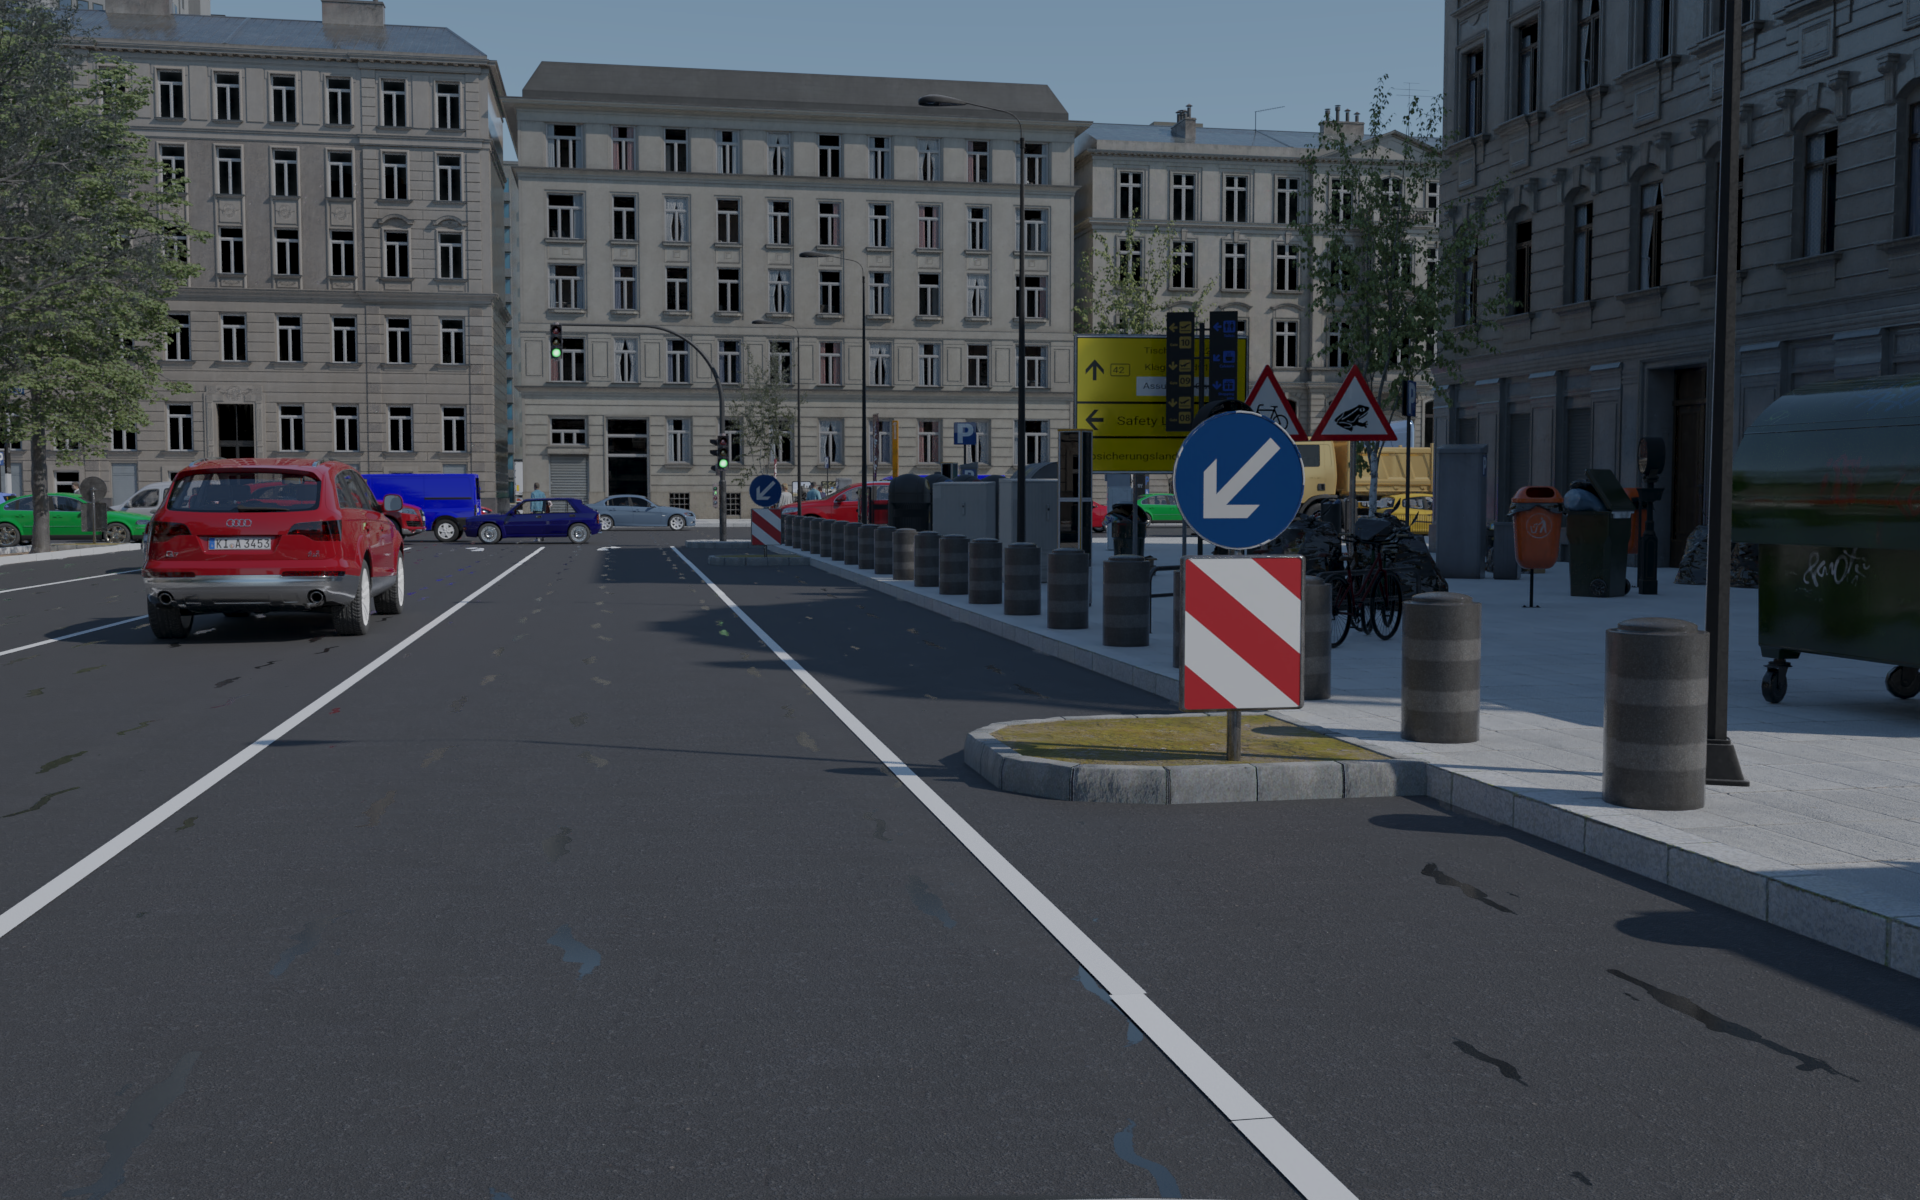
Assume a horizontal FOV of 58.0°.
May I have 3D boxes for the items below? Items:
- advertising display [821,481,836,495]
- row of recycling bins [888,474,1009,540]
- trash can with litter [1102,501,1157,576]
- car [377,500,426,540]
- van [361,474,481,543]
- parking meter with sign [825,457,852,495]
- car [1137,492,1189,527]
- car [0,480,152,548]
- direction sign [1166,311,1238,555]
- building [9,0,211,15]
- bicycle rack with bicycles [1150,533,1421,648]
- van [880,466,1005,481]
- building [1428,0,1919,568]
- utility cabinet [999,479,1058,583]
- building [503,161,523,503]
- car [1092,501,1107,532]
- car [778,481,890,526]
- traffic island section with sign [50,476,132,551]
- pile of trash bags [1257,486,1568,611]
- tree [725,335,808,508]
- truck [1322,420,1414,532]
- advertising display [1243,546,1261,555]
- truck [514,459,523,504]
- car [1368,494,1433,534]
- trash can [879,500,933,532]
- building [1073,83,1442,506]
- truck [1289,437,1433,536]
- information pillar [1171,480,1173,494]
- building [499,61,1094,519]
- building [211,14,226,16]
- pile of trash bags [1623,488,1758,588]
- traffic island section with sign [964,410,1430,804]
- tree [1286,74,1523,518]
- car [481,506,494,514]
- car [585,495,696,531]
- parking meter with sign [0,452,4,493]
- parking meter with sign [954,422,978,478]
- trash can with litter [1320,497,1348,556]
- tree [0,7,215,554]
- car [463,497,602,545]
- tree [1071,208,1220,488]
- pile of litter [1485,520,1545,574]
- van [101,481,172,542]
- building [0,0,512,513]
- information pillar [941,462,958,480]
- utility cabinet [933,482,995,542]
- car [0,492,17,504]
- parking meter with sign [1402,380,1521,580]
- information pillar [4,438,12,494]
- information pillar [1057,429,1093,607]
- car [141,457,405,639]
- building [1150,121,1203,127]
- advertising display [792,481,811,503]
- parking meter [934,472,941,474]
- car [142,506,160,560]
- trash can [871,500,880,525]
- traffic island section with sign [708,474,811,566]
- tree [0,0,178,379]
[{"bbox_3d":[-6.397,-4.901,85.350,0.974,1.923,0.123,-2,4,-33],"label":"advertising display"},{"bbox_3d":[-0.173,-1.764,35.956,1.069,1.692,3.534,3,5,41],"label":"row of recycling bins"},{"bbox_3d":[2.683,-0.956,27.024,0.624,1.170,1.055,2,4,27],"label":"trash can with litter"},{"bbox_3d":[-17.718,-2.434,48.464,5.304,1.827,2.281,-1,4,-12],"label":"car"},{"bbox_3d":[-16.975,-2.896,51.738,5.245,2.365,2.240,-1,4,-11],"label":"van"},{"bbox_3d":[-5.411,-5.183,81.006,1.738,3.016,0.543,-1,4,-23],"label":"parking meter with sign"},{"bbox_3d":[8.802,-3.958,73.509,4.718,1.807,1.959,-1,4,-13],"label":"car"},{"bbox_3d":[-24.185,-2.341,47.067,4.718,1.807,1.959,-1,4,-11],"label":"car"},{"bbox_3d":[3.001,-1.809,21.571,0.876,3.537,0.379,1,4,12],"label":"direction sign"},{"bbox_3d":[-75.924,-36.768,143.152,21.231,58.520,28.212,-1,4,-11],"label":"building"},{"bbox_3d":[3.189,-0.158,15.961,2.925,0.926,2.852,-3,5,-45],"label":"bicycle rack with bicycles"},{"bbox_3d":[-1.151,-3.088,54.873,5.245,2.365,2.240,-1,4,-12],"label":"van"},{"bbox_3d":[16.594,-11.032,29.525,9.793,20.994,18.267,-1,4,-11],"label":"building"},{"bbox_3d":[1.099,-0.993,24.910,1.173,1.500,0.318,-3,5,-40],"label":"utility cabinet"},{"bbox_3d":[-66.073,-38.634,251.280,30.456,49.044,23.786,-1,4,-11],"label":"building"},{"bbox_3d":[4.111,-3.352,63.840,4.494,1.783,2.155,-1,4,-13],"label":"car"},{"bbox_3d":[-2.925,-2.647,51.959,5.304,1.827,2.281,-1,4,-11],"label":"car"},{"bbox_3d":[-22.308,-2.208,44.238,2.006,1.907,1.989,-1,4,-11],"label":"traffic island section with sign"},{"bbox_3d":[5.043,-0.599,19.547,3.447,1.369,1.912,1,4,9],"label":"pile of trash bags"},{"bbox_3d":[-9.058,-7.942,80.217,4.360,8.622,3.978,0,3,0],"label":"tree"},{"bbox_3d":[21.783,-4.594,64.877,18.799,4.110,2.967,-1,4,-12],"label":"truck"},{"bbox_3d":[4.513,-1.300,26.463,0.123,1.923,0.974,-1,4,-16],"label":"advertising display"},{"bbox_3d":[-35.548,-9.489,144.052,2.839,4.237,11.283,-1,4,-12],"label":"truck"},{"bbox_3d":[15.149,-2.787,55.791,3.980,1.641,2.015,-1,4,-10],"label":"car"},{"bbox_3d":[-0.839,-1.117,29.909,0.748,1.137,0.748,0,3,0],"label":"trash can"},{"bbox_3d":[22.663,-17.243,101.001,34.723,24.649,14.460,-1,4,-11],"label":"building"},{"bbox_3d":[13.697,-3.822,58.408,9.791,3.379,3.469,-1,4,-11],"label":"truck"},{"bbox_3d":[11.243,-5.279,90.802,0.304,2.012,0.304,-2,4,-30],"label":"information pillar"},{"bbox_3d":[-9.336,-16.063,95.913,30.059,22.955,16.112,-1,4,-11],"label":"building"},{"bbox_3d":[-81.504,-33.526,171.853,21.600,48.544,21.300,-1,4,-11],"label":"building"},{"bbox_3d":[10.703,-0.883,24.185,3.447,1.369,1.912,0,4,-7],"label":"pile of trash bags"},{"bbox_3d":[1.080,-0.022,8.982,1.989,1.847,2.006,-1,4,-11],"label":"traffic island section with sign"},{"bbox_3d":[7.761,-4.962,31.492,4.737,8.622,4.395,0,3,0],"label":"tree"},{"bbox_3d":[-21.236,-3.765,70.597,4.494,1.783,2.155,-1,4,-13],"label":"car"},{"bbox_3d":[-12.628,-3.419,67.902,4.499,1.417,2.014,-1,4,-10],"label":"car"},{"bbox_3d":[-40.482,-4.601,71.495,1.738,3.016,0.543,0,4,-7],"label":"parking meter with sign"},{"bbox_3d":[0.172,-2.750,41.224,0.543,3.016,1.738,0,4,-4],"label":"parking meter with sign"},{"bbox_3d":[8.140,-1.540,36.236,2.233,1.210,1.678,-2,4,-28],"label":"trash can with litter"},{"bbox_3d":[-21.471,-7.312,40.133,7.486,12.596,7.792,0,3,0],"label":"tree"},{"bbox_3d":[-12.353,-2.299,50.170,3.894,1.354,1.945,-1,4,-11],"label":"car"},{"bbox_3d":[4.690,-5.832,45.717,4.737,8.622,4.395,0,3,0],"label":"tree"},{"bbox_3d":[9.119,-0.897,28.636,1.176,0.858,1.719,1,4,17],"label":"pile of litter"},{"bbox_3d":[-24.385,-2.795,52.707,4.112,2.044,2.013,-1,4,-12],"label":"van"},{"bbox_3d":[-36.080,-17.817,88.573,25.104,27.353,12.463,-1,4,-11],"label":"building"},{"bbox_3d":[-0.242,-2.177,40.084,0.304,2.012,0.304,2,4,28],"label":"information pillar"},{"bbox_3d":[0.062,-1.372,31.103,1.173,1.500,0.318,2,4,35],"label":"utility cabinet"},{"bbox_3d":[-30.297,-2.628,52.564,3.694,1.707,1.945,-1,4,-10],"label":"car"},{"bbox_3d":[7.632,-1.838,26.306,1.738,3.016,0.543,2,4,28],"label":"parking meter with sign"},{"bbox_3d":[-38.791,-4.847,70.601,0.183,3.616,0.504,-1,4,-11],"label":"information pillar"},{"bbox_3d":[1.305,-0.927,19.641,0.304,2.012,0.304,2,4,31],"label":"information pillar"},{"bbox_3d":[-7.324,-0.623,18.865,2.281,1.827,5.304,-1,4,-12],"label":"car"},{"bbox_3d":[22.163,-30.292,187.158,23.993,40.220,32.217,-1,4,-11],"label":"building"},{"bbox_3d":[-7.868,-4.943,86.039,0.974,1.923,0.123,-1,4,-18],"label":"advertising display"},{"bbox_3d":[-0.537,-2.407,45.069,0.255,1.863,0.399,0,4,-1],"label":"parking meter"},{"bbox_3d":[-14.252,-1.281,32.953,2.014,1.417,4.499,-1,4,-13],"label":"car"},{"bbox_3d":[-2.064,-1.973,43.918,0.748,1.137,0.748,0,3,0],"label":"trash can"},{"bbox_3d":[-4.162,-1.650,35.612,1.989,1.847,2.006,-1,4,-11],"label":"traffic island section with sign"},{"bbox_3d":[-19.640,-7.193,30.437,12.009,13.543,11.850,0,3,0],"label":"tree"}]
